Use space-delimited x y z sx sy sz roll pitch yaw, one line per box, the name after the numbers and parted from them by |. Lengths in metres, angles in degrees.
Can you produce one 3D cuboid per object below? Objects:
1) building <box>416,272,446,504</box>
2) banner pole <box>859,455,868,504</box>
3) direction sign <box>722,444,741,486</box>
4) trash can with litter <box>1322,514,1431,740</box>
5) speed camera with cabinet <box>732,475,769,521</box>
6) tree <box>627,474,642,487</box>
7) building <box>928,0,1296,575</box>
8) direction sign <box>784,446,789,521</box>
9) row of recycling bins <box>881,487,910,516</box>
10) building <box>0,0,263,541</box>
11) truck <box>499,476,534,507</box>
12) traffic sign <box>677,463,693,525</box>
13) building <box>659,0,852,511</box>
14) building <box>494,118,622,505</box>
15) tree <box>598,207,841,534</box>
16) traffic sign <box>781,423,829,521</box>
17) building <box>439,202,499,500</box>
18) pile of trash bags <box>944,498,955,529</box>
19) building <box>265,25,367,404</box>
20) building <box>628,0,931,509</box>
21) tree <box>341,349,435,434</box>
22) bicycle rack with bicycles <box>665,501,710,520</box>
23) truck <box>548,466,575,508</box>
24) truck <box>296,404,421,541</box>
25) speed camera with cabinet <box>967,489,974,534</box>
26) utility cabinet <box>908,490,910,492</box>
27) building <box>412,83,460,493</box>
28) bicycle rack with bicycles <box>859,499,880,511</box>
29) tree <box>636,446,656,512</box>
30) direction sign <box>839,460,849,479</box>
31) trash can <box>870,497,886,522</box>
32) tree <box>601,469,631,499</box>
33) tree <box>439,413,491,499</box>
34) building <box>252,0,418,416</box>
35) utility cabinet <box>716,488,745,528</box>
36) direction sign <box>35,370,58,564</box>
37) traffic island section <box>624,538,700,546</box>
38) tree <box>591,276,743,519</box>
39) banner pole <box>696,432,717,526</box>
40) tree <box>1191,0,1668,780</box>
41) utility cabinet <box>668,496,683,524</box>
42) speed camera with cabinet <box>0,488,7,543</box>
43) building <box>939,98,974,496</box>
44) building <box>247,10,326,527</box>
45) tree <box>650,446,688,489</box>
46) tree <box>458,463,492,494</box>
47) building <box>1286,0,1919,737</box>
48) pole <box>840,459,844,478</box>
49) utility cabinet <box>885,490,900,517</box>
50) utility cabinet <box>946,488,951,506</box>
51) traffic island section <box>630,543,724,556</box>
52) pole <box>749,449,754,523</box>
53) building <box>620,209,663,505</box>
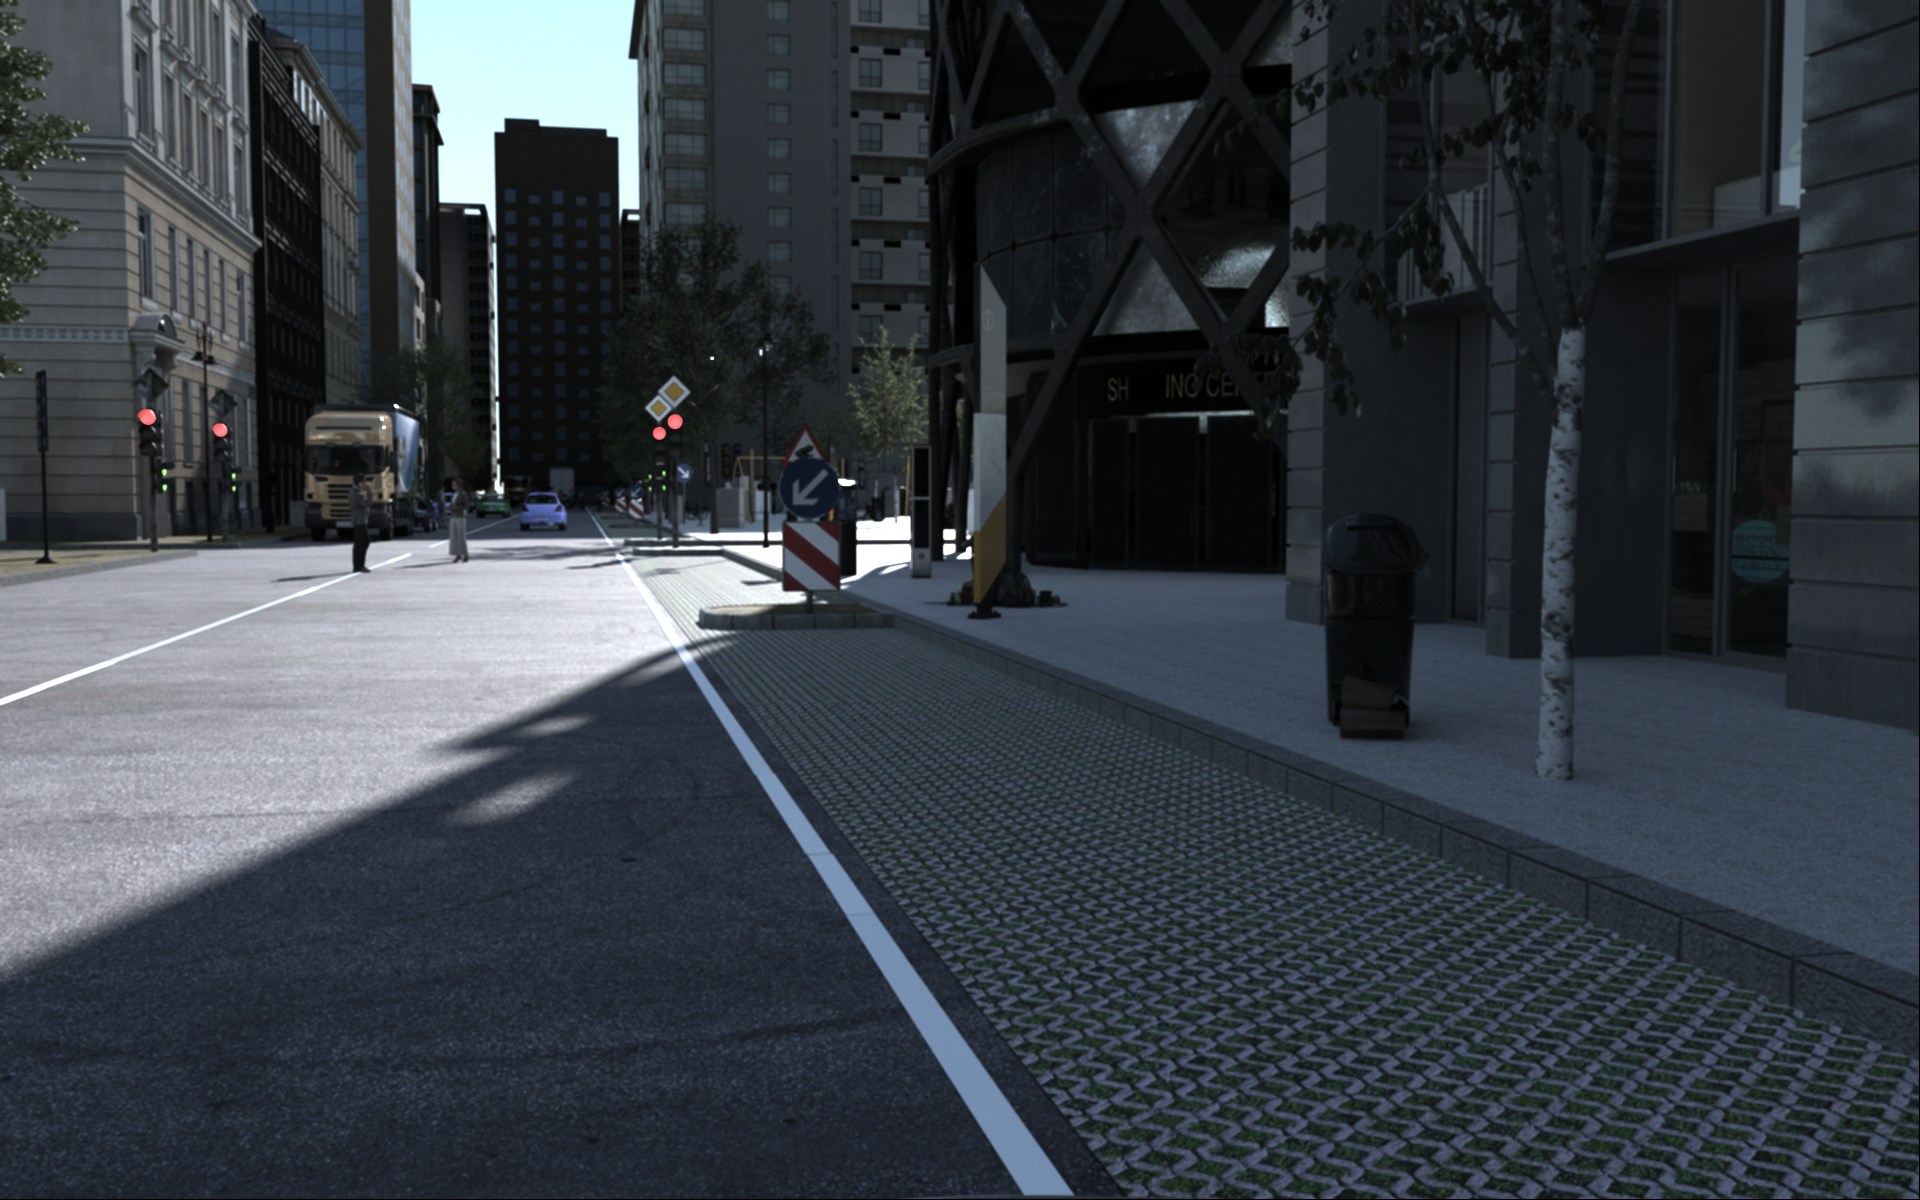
-58.472 -18.317 144.519 27.650 21.520 28.899 -1 4 -12 | building
-6.099 -7.370 110.510 0.863 3.779 0.401 1 4 18 | banner pole
-10.280 -5.258 77.973 0.876 3.537 0.379 0 4 -1 | direction sign
2.298 0.120 9.433 0.624 1.170 1.055 1 4 8 | trash can with litter
-10.125 -5.420 82.958 0.660 3.252 2.038 -3 5 -39 | speed camera with cabinet
-26.750 -9.110 143.553 1.663 3.219 1.824 0 3 0 | tree
7.561 -10.147 33.360 16.820 18.784 16.811 -1 4 -12 | building
-8.112 -5.472 81.458 0.379 3.537 0.876 0 4 5 | direction sign
-2.940 -5.735 100.879 3.534 1.692 1.069 1 4 18 | row of recycling bins
-30.908 -16.467 55.136 13.634 28.700 20.117 -1 4 -12 | building
-46.758 -11.471 183.466 3.469 3.379 9.791 -1 4 -11 | truck
-11.521 -4.412 72.246 0.768 2.556 0.104 -1 4 -10 | traffic sign
-16.286 -27.621 135.199 14.154 41.232 14.086 -1 4 -12 | building
-48.663 -34.283 210.632 14.200 45.320 14.600 -1 4 -12 | building
-7.832 -7.420 55.737 8.767 10.594 7.601 0 4 6 | tree
-2.848 -1.953 31.929 0.884 2.594 0.081 -1 4 -12 | traffic sign
-70.218 -32.038 215.710 23.993 40.220 32.217 -1 4 -12 | building
0.756 -3.341 64.374 3.447 1.369 1.912 -1 4 -16 | pile of trash bags
-39.545 -18.062 92.572 12.463 27.353 25.104 -1 4 -12 | building
-19.984 -36.381 184.068 28.713 52.752 27.495 -1 4 -12 | building
-29.117 -8.413 87.908 4.360 8.622 3.978 0 3 0 | tree
-13.509 -4.474 86.526 2.925 0.926 2.852 1 4 21 | bicycle rack with bicycles
-41.738 -11.787 181.628 2.839 4.237 11.283 -1 4 -13 | truck
-19.335 -4.121 56.293 2.839 4.237 11.283 -1 4 -12 | truck
0.740 -3.823 56.836 0.660 3.252 2.038 1 4 14 | speed camera with cabinet
-2.927 -5.887 104.936 0.318 1.500 1.173 2 4 28 | utility cabinet
-66.449 -31.988 177.632 28.867 44.769 22.147 -1 4 -12 | building
-6.109 -6.839 125.195 2.852 0.926 2.925 -1 4 -20 | bicycle rack with bicycles
-22.199 -10.651 124.514 4.360 8.622 3.978 0 3 0 | tree
-7.843 -7.644 116.980 0.876 3.537 0.379 3 4 38 | direction sign
-3.806 -4.220 80.653 0.748 1.137 0.748 0 3 0 | trash can
-39.317 -13.114 198.131 4.285 4.588 4.351 0 3 0 | tree
-46.875 -13.123 164.925 4.737 8.622 4.395 0 3 0 | tree
-46.947 -28.994 124.158 14.600 45.320 14.200 -1 4 -12 | building
-8.643 -3.452 65.113 1.173 1.500 0.318 3 4 36 | utility cabinet
-16.934 -2.447 32.006 0.379 3.537 0.876 -3 4 -37 | direction sign
-8.455 -1.631 48.941 2.009 0.180 2.903 -1 4 -12 | traffic island section
-14.613 -10.467 89.265 7.486 12.596 7.792 0 3 0 | tree
-10.286 -4.900 70.136 0.863 3.779 0.401 0 4 -3 | banner pole
2.631 -3.513 7.808 4.360 8.622 3.978 0 3 0 | tree
-12.397 -3.935 75.501 0.306 1.237 1.020 -2 4 -31 | utility cabinet
-25.533 -3.108 45.145 0.660 3.252 2.038 -1 4 -13 | speed camera with cabinet
-13.962 -34.743 157.291 28.713 52.752 27.495 -1 4 -12 | building
-34.425 -14.876 72.898 12.332 23.373 15.834 -1 4 -12 | building
-20.412 -10.286 118.546 4.737 8.622 4.395 0 3 0 | tree
-54.383 -12.936 195.210 4.285 4.588 4.351 0 3 0 | tree
11.759 -13.831 3.625 11.434 29.767 29.804 -1 4 -12 | building
-6.772 -6.458 99.439 0.158 3.312 0.155 0 3 0 | pole
-3.728 -5.276 94.948 0.318 1.500 1.173 -2 4 -31 | utility cabinet
-0.947 -3.602 67.578 1.173 1.500 0.318 0 4 4 | utility cabinet
-6.731 -1.154 41.143 2.009 0.180 2.903 -1 4 -12 | traffic island section
-9.356 -5.126 77.650 0.158 3.312 0.155 0 3 0 | pole
-32.062 -32.555 224.154 23.993 40.220 32.217 -1 4 -12 | building
